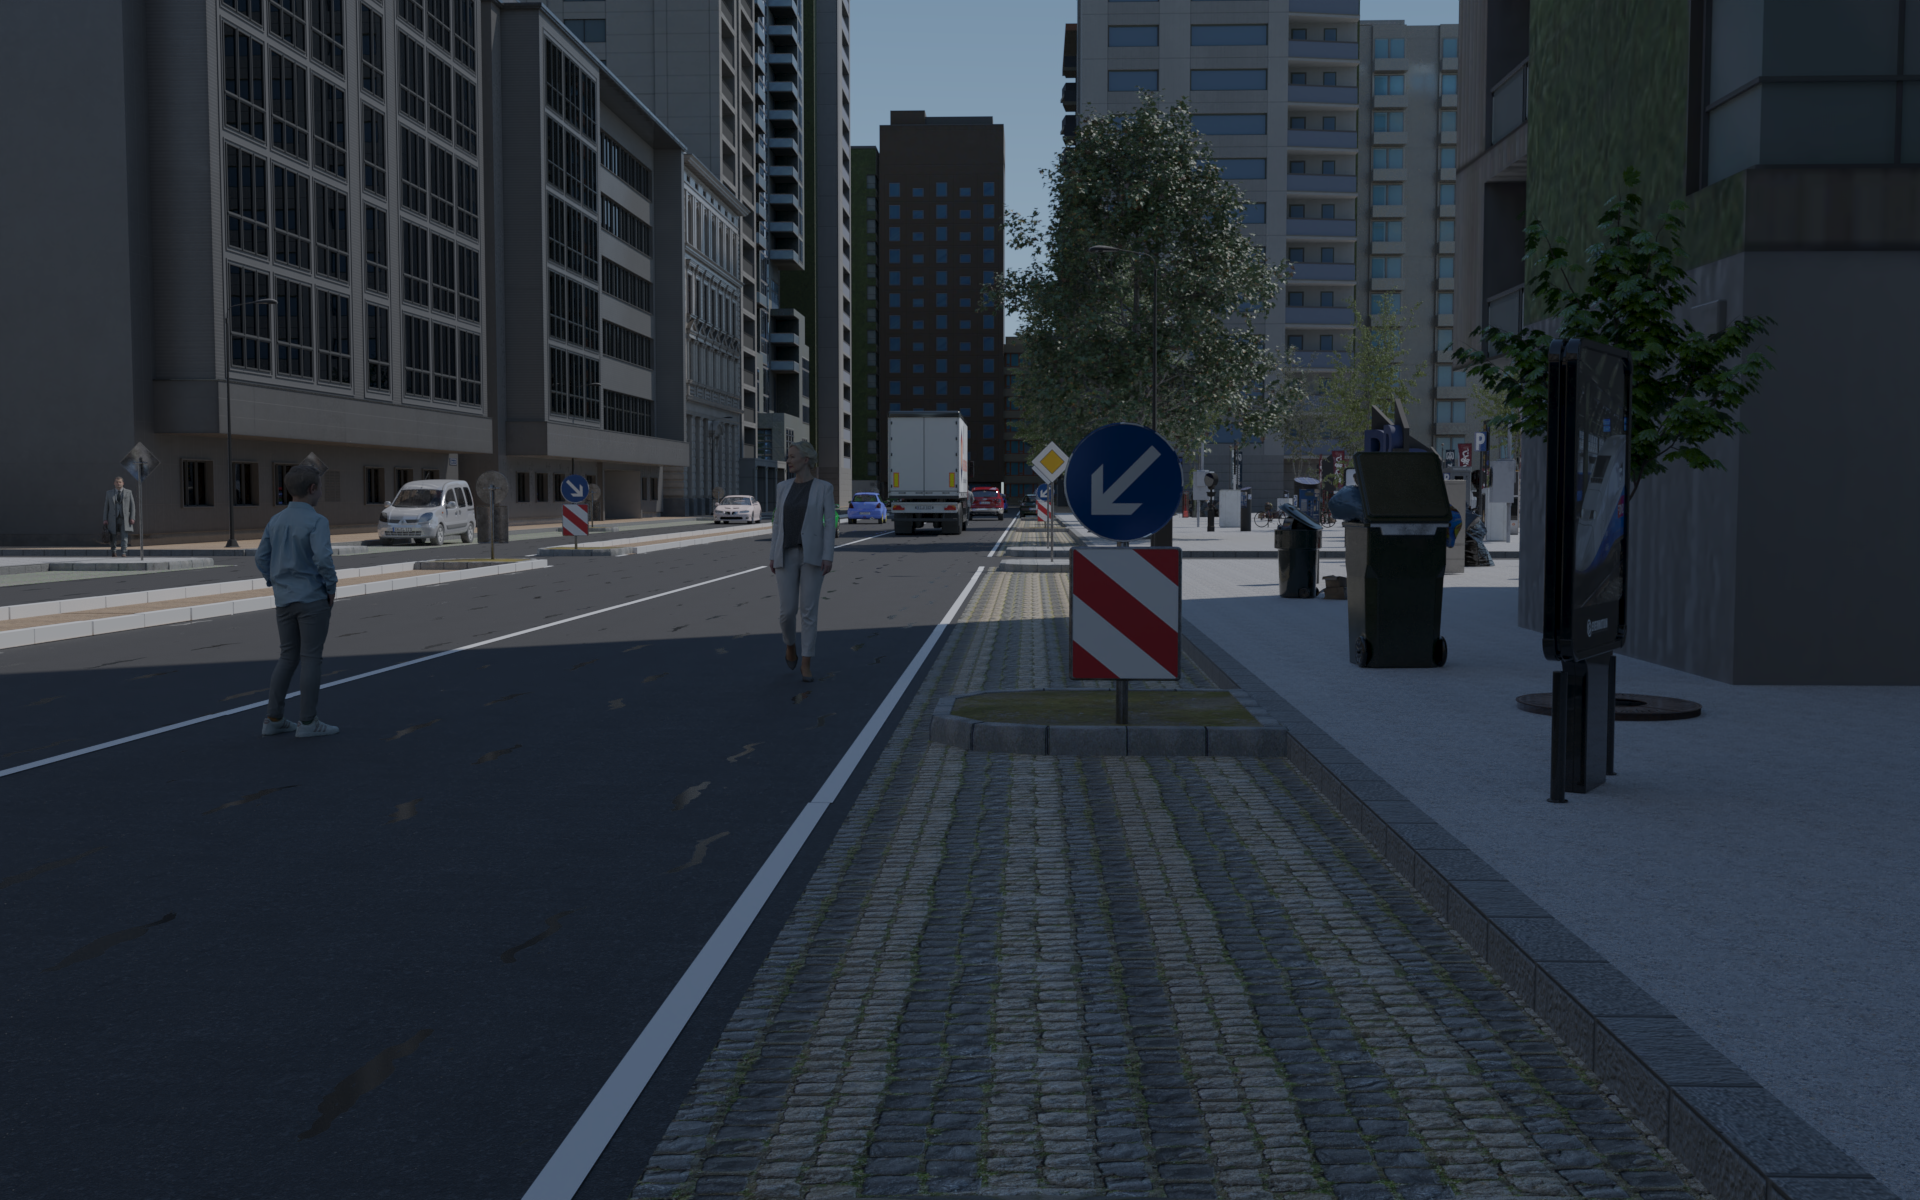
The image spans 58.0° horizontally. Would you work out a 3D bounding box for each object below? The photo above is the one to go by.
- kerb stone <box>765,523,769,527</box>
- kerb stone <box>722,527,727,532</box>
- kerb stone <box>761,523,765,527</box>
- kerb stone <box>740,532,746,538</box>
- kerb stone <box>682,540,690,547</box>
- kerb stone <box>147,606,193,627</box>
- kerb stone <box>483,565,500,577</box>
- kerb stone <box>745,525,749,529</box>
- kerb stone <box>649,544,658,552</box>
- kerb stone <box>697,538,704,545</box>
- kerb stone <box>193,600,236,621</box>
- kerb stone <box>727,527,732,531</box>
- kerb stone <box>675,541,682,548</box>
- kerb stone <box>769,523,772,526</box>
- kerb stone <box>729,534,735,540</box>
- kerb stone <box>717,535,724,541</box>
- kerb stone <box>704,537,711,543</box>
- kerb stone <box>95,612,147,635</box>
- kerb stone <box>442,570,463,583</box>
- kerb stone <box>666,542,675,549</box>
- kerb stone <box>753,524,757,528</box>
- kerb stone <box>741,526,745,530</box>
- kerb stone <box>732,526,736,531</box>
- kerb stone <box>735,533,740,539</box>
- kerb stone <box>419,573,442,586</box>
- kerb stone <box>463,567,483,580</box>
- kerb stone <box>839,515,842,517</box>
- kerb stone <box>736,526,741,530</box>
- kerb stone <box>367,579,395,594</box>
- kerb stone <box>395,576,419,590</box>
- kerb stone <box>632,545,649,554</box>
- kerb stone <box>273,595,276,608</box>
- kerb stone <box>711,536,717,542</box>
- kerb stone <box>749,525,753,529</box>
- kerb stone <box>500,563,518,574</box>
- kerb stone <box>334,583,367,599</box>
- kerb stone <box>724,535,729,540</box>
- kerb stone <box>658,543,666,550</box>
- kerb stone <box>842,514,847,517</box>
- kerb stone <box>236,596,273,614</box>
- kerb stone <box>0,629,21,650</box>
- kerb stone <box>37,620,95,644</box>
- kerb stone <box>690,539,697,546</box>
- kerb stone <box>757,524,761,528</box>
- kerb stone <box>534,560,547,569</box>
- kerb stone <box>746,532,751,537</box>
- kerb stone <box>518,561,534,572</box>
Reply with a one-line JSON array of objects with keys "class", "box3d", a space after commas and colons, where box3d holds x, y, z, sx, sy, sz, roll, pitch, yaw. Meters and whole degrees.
[{"class": "kerb stone", "box3d": [-8.543, -3.235, 75.080, 0.120, 0.150, 1.000, 0, 4, 2]}, {"class": "kerb stone", "box3d": [-8.970, -2.607, 64.822, 0.120, 0.150, 1.000, 0, 4, 2]}, {"class": "kerb stone", "box3d": [-8.594, -3.164, 74.048, 0.120, 0.150, 1.000, 0, 4, 2]}, {"class": "kerb stone", "box3d": [-7.216, -2.099, 56.521, 0.120, 0.150, 1.000, 0, 4, 2]}, {"class": "kerb stone", "box3d": [-7.593, -1.534, 47.277, 0.120, 0.150, 1.000, 0, 4, 2]}, {"class": "kerb stone", "box3d": [-8.773, 0.192, 19.059, 0.120, 0.150, 1.000, 0, 4, 2]}, {"class": "kerb stone", "box3d": [-8.304, -0.497, 30.327, 0.120, 0.150, 1.000, 0, 4, 2]}, {"class": "kerb stone", "box3d": [-8.760, -2.921, 69.950, 0.120, 0.150, 1.000, 0, 4, 2]}, {"class": "kerb stone", "box3d": [-7.764, -1.284, 43.189, 0.120, 0.150, 1.000, 0, 4, 2]}, {"class": "kerb stone", "box3d": [-7.510, -1.657, 49.339, 0.120, 0.150, 1.000, 0, 4, 2]}, {"class": "kerb stone", "box3d": [-8.719, 0.131, 20.080, 0.120, 0.150, 1.000, 0, 4, 2]}, {"class": "kerb stone", "box3d": [-8.925, -2.664, 65.844, 0.120, 0.150, 1.000, 0, 4, 2]}, {"class": "kerb stone", "box3d": [-7.644, -1.469, 46.256, 0.120, 0.150, 1.000, 0, 4, 2]}, {"class": "kerb stone", "box3d": [-8.502, -3.290, 76.102, 0.120, 0.150, 1.000, 0, 4, 2]}, {"class": "kerb stone", "box3d": [-7.292, -1.974, 54.468, 0.120, 0.150, 1.000, 0, 4, 2]}, {"class": "kerb stone", "box3d": [-7.382, -1.849, 52.419, 0.120, 0.150, 1.000, 0, 4, 2]}, {"class": "kerb stone", "box3d": [-7.462, -1.723, 50.360, 0.120, 0.150, 1.000, 0, 4, 2]}, {"class": "kerb stone", "box3d": [-8.810, 0.259, 18.038, 0.120, 0.150, 1.000, 0, 4, 2]}, {"class": "kerb stone", "box3d": [-8.380, -0.372, 28.284, 0.120, 0.150, 1.000, 0, 4, 2]}, {"class": "kerb stone", "box3d": [-7.684, -1.405, 45.235, 0.120, 0.150, 1.000, 0, 4, 2]}, {"class": "kerb stone", "box3d": [-8.669, -3.044, 71.993, 0.120, 0.150, 1.000, 0, 4, 2]}, {"class": "kerb stone", "box3d": [-8.801, -2.858, 68.925, 0.120, 0.150, 1.000, 0, 4, 2]}, {"class": "kerb stone", "box3d": [-8.890, -2.733, 66.882, 0.120, 0.150, 1.000, 0, 4, 2]}, {"class": "kerb stone", "box3d": [-7.259, -2.036, 55.490, 0.120, 0.150, 1.000, 0, 4, 2]}, {"class": "kerb stone", "box3d": [-8.424, -0.310, 27.257, 0.120, 0.150, 1.000, 0, 4, 2]}, {"class": "kerb stone", "box3d": [-8.340, -0.435, 29.305, 0.120, 0.150, 1.000, 0, 4, 2]}, {"class": "kerb stone", "box3d": [-7.356, -4.987, 103.782, 0.120, 0.150, 1.000, 0, 4, 2]}, {"class": "kerb stone", "box3d": [-8.838, -2.796, 67.903, 0.120, 0.150, 1.000, 0, 4, 2]}, {"class": "kerb stone", "box3d": [-8.508, -0.180, 25.199, 0.120, 0.150, 1.000, 0, 4, 2]}, {"class": "kerb stone", "box3d": [-8.463, -0.246, 26.221, 0.120, 0.150, 1.000, 0, 4, 2]}, {"class": "kerb stone", "box3d": [-7.803, -1.221, 42.155, 0.120, 0.150, 1.000, 0, 4, 2]}, {"class": "kerb stone", "box3d": [-8.642, 0.008, 22.130, 0.120, 0.150, 1.000, 0, 4, 2]}, {"class": "kerb stone", "box3d": [-7.425, -1.785, 51.381, 0.120, 0.150, 1.000, 0, 4, 2]}, {"class": "kerb stone", "box3d": [-8.718, -2.982, 70.972, 0.120, 0.150, 1.000, 0, 4, 2]}, {"class": "kerb stone", "box3d": [-8.260, -0.561, 31.365, 0.120, 0.150, 1.000, 0, 4, 2]}, {"class": "kerb stone", "box3d": [-8.558, -0.114, 24.173, 0.120, 0.150, 1.000, 0, 4, 2]}, {"class": "kerb stone", "box3d": [-7.342, -1.910, 53.447, 0.120, 0.150, 1.000, 0, 4, 2]}, {"class": "kerb stone", "box3d": [-7.725, -1.347, 44.213, 0.120, 0.150, 1.000, 0, 4, 2]}, {"class": "kerb stone", "box3d": [-7.224, -5.178, 106.851, 0.120, 0.150, 1.000, 0, 4, 2]}, {"class": "kerb stone", "box3d": [-8.679, 0.066, 21.109, 0.120, 0.150, 1.000, 0, 4, 2]}, {"class": "kerb stone", "box3d": [-8.892, 0.380, 15.985, 0.120, 0.150, 1.000, 0, 4, 2]}, {"class": "kerb stone", "box3d": [-8.855, 0.317, 17.007, 0.120, 0.150, 1.000, 0, 4, 2]}, {"class": "kerb stone", "box3d": [-7.561, -1.597, 48.309, 0.120, 0.150, 1.000, 0, 4, 2]}, {"class": "kerb stone", "box3d": [-8.627, -3.102, 73.023, 0.120, 0.150, 1.000, 0, 4, 2]}, {"class": "kerb stone", "box3d": [-8.167, -0.685, 33.428, 0.120, 0.150, 1.000, 0, 4, 2]}, {"class": "kerb stone", "box3d": [-7.171, -2.162, 57.543, 0.120, 0.150, 1.000, 0, 4, 2]}, {"class": "kerb stone", "box3d": [-8.214, -0.624, 32.395, 0.120, 0.150, 1.000, 0, 4, 2]}]
